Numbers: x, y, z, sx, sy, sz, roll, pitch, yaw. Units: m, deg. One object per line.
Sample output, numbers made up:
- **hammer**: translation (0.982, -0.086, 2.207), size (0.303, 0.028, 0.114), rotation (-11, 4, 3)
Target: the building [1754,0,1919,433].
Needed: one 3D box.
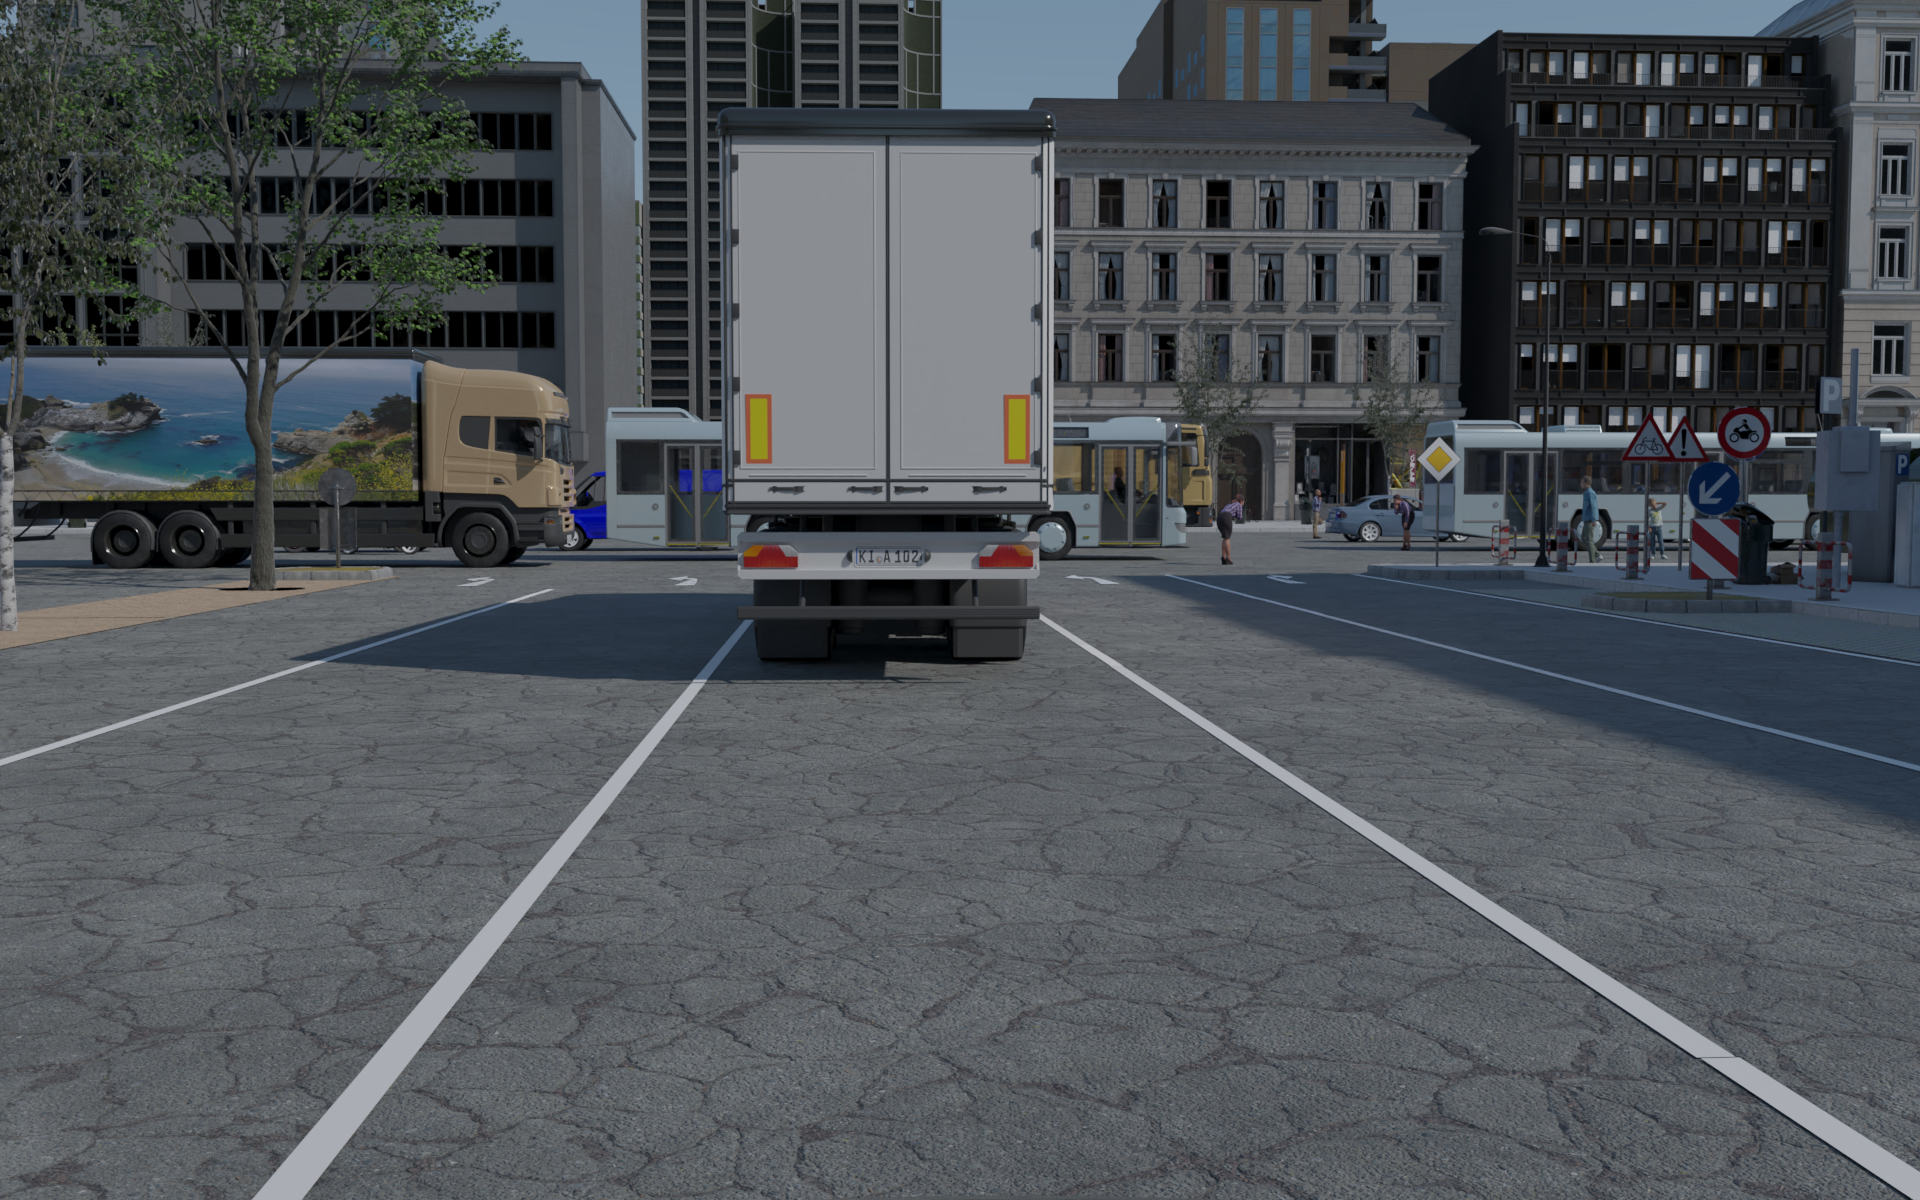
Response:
- **building**: translation (51.225, -18.517, 88.662), size (20.117, 28.700, 13.634), rotation (0, 4, -4)

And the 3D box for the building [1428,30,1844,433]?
- **building**: translation (33.294, -15.772, 87.554), size (15.834, 23.373, 12.332), rotation (0, 4, -4)

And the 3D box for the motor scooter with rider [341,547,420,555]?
- **motor scooter with rider**: translation (-13.679, -1.956, 40.947), size (1.986, 1.779, 0.876), rotation (0, 4, -3)

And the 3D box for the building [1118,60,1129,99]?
- **building**: translation (23.233, -31.745, 169.149), size (14.600, 45.320, 14.200), rotation (0, 4, -4)

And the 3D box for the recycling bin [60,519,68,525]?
- **recycling bin**: translation (-36.921, -3.619, 71.717), size (0.722, 1.027, 0.722), rotation (1, 4, 22)

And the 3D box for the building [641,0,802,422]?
- **building**: translation (-33.632, -49.405, 246.028), size (20.611, 71.187, 20.563), rotation (0, 4, -4)

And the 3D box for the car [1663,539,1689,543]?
- **car**: translation (22.605, -2.412, 51.441), size (4.499, 1.417, 2.014), rotation (0, 4, -2)

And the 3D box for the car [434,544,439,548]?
- **car**: translation (-14.996, -2.281, 46.878), size (3.694, 1.707, 1.945), rotation (0, 4, -4)

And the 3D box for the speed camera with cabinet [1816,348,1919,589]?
- **speed camera with cabinet**: translation (12.868, -1.795, 23.682), size (2.038, 3.252, 0.660), rotation (1, 4, 10)

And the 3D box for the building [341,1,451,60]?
- **building**: translation (-62.766, -32.995, 159.069), size (30.456, 49.044, 23.786), rotation (0, 4, -4)

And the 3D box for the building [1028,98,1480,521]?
- **building**: translation (3.941, -14.371, 85.883), size (40.483, 20.767, 10.553), rotation (0, 4, -4)

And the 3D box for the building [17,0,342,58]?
- **building**: translation (-56.887, -42.477, 132.755), size (20.563, 71.187, 20.611), rotation (0, 4, -4)

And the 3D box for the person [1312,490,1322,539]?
- **person**: translation (11.500, -2.762, 55.715), size (0.319, 1.574, 0.516), rotation (2, 4, 24)

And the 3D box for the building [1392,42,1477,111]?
- **building**: translation (42.259, -31.798, 170.003), size (14.200, 45.320, 14.600), rotation (0, 4, -4)

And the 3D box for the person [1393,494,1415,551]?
- **person**: translation (11.164, -1.950, 43.613), size (0.697, 1.427, 0.421), rotation (-2, 4, -35)

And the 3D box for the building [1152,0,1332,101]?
- **building**: translation (23.646, -30.879, 154.974), size (14.600, 45.320, 14.200), rotation (0, 4, -4)

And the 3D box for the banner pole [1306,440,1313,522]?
- **banner pole**: translation (15.996, -5.476, 79.547), size (0.401, 3.779, 0.863), rotation (2, 4, 25)

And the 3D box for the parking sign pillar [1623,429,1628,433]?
- **parking sign pillar**: translation (27.870, -5.102, 71.887), size (1.447, 3.967, 1.447), rotation (3, 4, 36)

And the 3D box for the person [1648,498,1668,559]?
- **person**: translation (15.386, -1.579, 38.221), size (0.435, 1.345, 0.340), rotation (0, 4, 7)

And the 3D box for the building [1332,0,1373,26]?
- **building**: translation (25.350, -30.016, 140.879), size (14.600, 45.320, 14.200), rotation (0, 4, -4)

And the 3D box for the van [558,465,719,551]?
- **van**: translation (-8.056, -2.432, 44.154), size (5.245, 2.365, 2.240), rotation (0, 4, -4)

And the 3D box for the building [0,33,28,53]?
- **building**: translation (-68.807, -18.776, 83.404), size (44.131, 29.872, 17.030), rotation (0, 4, -4)

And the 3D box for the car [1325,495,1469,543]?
- **car**: translation (13.260, -2.443, 51.940), size (4.499, 1.417, 2.014), rotation (0, 4, -5)

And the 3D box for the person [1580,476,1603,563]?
- **person**: translation (12.328, -1.528, 33.819), size (0.444, 1.785, 0.601), rotation (2, 4, 30)

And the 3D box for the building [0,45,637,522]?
- **building**: translation (-31.678, -16.213, 84.157), size (30.058, 24.678, 14.314), rotation (0, 4, -4)

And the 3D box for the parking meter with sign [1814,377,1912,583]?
- **parking meter with sign**: translation (13.387, -1.771, 25.217), size (0.543, 3.016, 1.738), rotation (-2, 4, -31)

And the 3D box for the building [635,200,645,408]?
- **building**: translation (-50.739, -34.186, 242.531), size (14.086, 41.232, 14.154), rotation (0, 4, -4)

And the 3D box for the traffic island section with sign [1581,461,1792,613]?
- **traffic island section with sign**: translation (8.932, -0.796, 21.641), size (1.989, 1.847, 2.006), rotation (0, 4, -4)

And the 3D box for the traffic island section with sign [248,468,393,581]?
- **traffic island section with sign**: translation (-10.768, -1.304, 29.462), size (2.006, 1.907, 1.989), rotation (0, 4, -4)

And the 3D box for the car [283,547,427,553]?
- **car**: translation (-15.030, -2.028, 42.950), size (4.222, 1.686, 2.009), rotation (0, 4, -5)

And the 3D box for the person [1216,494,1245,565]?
- **person**: translation (5.482, -1.428, 35.075), size (0.697, 1.427, 0.421), rotation (-3, 4, -37)

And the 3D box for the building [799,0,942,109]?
- **building**: translation (-12.848, -49.498, 247.544), size (20.611, 71.187, 20.563), rotation (0, 4, -4)
